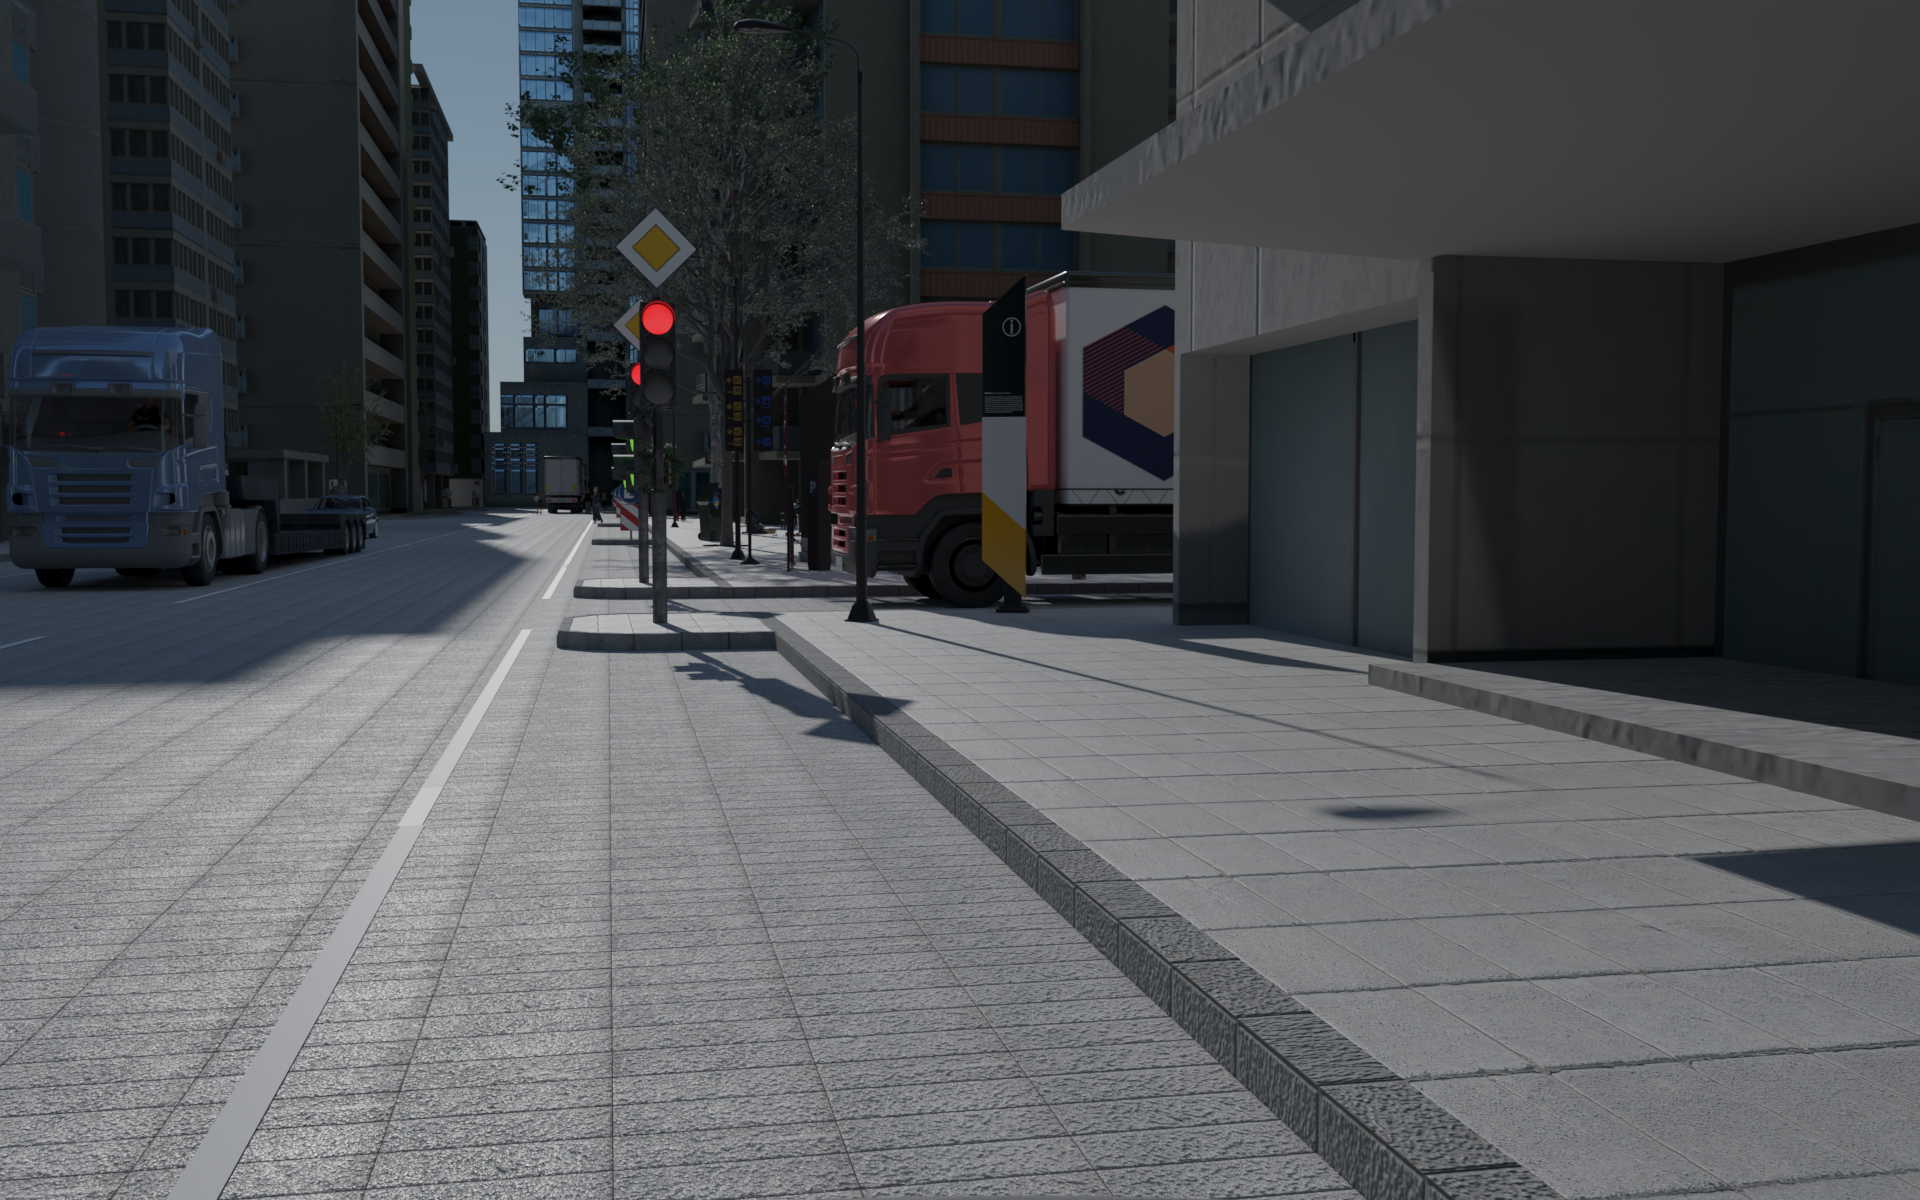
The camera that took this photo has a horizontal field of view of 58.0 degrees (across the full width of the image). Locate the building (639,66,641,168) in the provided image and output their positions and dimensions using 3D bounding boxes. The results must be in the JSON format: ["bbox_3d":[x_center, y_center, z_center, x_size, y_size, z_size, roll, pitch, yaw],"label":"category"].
[{"bbox_3d":[-15.343,-36.628,140.868,21.231,58.520,28.212,-1,4,-11],"label":"building"}]

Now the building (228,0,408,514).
[{"bbox_3d":[-45.882,-29.374,103.969,21.300,48.544,21.600,-1,4,-11],"label":"building"}]

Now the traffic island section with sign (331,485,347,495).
[{"bbox_3d":[-26.354,-3.969,73.521,1.989,1.847,2.006,-1,4,-11],"label":"traffic island section with sign"}]

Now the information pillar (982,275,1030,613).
[{"bbox_3d":[0.491,-1.669,18.648,0.504,3.616,0.183,1,4,13],"label":"information pillar"}]

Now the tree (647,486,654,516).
[{"bbox_3d":[-18.182,-6.552,101.730,1.663,3.219,1.824,0,3,0],"label":"tree"}]

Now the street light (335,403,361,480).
[{"bbox_3d":[-31.339,-7.104,88.696,1.470,5.913,1.316,-1,4,-11],"label":"street light"}]

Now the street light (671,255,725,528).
[{"bbox_3d":[-4.876,-3.736,33.623,1.470,5.913,1.316,-1,4,-11],"label":"street light"}]

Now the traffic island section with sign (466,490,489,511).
[{"bbox_3d":[-41.792,-8.622,149.595,1.989,1.847,2.006,-1,4,-11],"label":"traffic island section with sign"}]

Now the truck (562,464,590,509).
[{"bbox_3d":[-36.727,-10.731,164.360,2.839,4.237,11.283,-1,4,-11],"label":"truck"}]

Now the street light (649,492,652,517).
[{"bbox_3d":[-11.489,-5.732,66.266,1.470,5.913,1.316,-1,4,-11],"label":"street light"}]

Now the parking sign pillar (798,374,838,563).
[{"bbox_3d":[-2.373,-2.721,32.956,1.447,3.967,1.447,0,4,0],"label":"parking sign pillar"}]

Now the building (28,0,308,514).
[{"bbox_3d":[-42.985,-23.004,67.993,32.217,40.220,23.993,-1,4,-11],"label":"building"}]

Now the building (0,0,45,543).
[{"bbox_3d":[-33.131,-25.335,33.844,23.786,49.044,30.456,-1,4,-11],"label":"building"}]

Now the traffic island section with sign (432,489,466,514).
[{"bbox_3d":[-36.435,-7.006,123.175,1.989,1.847,2.006,-1,4,-11],"label":"traffic island section with sign"}]

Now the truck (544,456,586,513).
[{"bbox_3d":[-30.621,-8.899,134.407,2.839,4.237,11.283,-1,4,-10],"label":"truck"}]

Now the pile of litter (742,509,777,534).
[{"bbox_3d":[-6.528,-2.589,56.291,1.176,0.858,1.719,0,4,-3],"label":"pile of litter"}]

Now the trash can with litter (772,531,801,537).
[{"bbox_3d":[-4.735,-2.535,52.510,2.233,1.210,1.678,3,5,41],"label":"trash can with litter"}]

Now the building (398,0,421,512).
[{"bbox_3d":[-46.624,-26.856,122.697,14.154,41.232,14.086,-1,4,-11],"label":"building"}]

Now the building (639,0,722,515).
[{"bbox_3d":[-10.472,-30.145,116.568,21.300,48.544,21.600,-1,4,-11],"label":"building"}]

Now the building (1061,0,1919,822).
[{"bbox_3d":[15.379,-25.470,5.666,28.713,52.752,27.495,-1,4,-11],"label":"building"}]

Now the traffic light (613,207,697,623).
[{"bbox_3d":[-3.006,-1.726,17.140,0.839,4.253,0.868,-1,4,-11],"label":"traffic light"}]

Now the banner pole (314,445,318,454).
[{"bbox_3d":[-32.629,-5.981,87.814,0.401,3.779,0.863,-1,4,-8],"label":"banner pole"}]

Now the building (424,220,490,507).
[{"bbox_3d":[-57.346,-25.166,183.158,14.107,30.474,14.160,-1,4,-11],"label":"building"}]

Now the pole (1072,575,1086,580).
[{"bbox_3d":[1.786,-1.961,25.907,0.158,3.312,0.155,0,3,0],"label":"pole"}]

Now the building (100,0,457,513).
[{"bbox_3d":[-57.452,-28.181,152.633,23.993,40.220,32.217,-1,4,-11],"label":"building"}]

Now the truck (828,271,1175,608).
[{"bbox_3d":[3.266,-2.112,23.443,11.283,4.237,2.839,-1,4,-13],"label":"truck"}]

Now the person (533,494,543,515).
[{"bbox_3d":[-29.422,-6.665,120.661,0.799,1.438,0.628,0,4,3],"label":"person"}]

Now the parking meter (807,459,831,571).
[{"bbox_3d":[-2.365,-1.425,29.013,0.255,1.863,0.399,-3,4,-38],"label":"parking meter"}]

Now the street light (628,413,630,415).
[{"bbox_3d":[-18.198,-7.728,98.890,1.470,5.913,1.316,-1,4,-11],"label":"street light"}]

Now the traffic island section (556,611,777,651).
[{"bbox_3d":[-2.965,0.307,17.262,2.009,0.180,2.903,-1,4,-11],"label":"traffic island section"}]

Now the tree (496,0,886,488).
[{"bbox_3d":[-8.931,-12.327,57.434,12.611,20.169,13.585,0,3,0],"label":"tree"}]

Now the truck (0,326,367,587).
[{"bbox_3d":[-14.213,-2.684,33.637,2.967,4.110,18.799,-1,4,-11],"label":"truck"}]

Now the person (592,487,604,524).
[{"bbox_3d":[-17.537,-4.568,83.613,0.576,1.772,0.534,2,4,35],"label":"person"}]

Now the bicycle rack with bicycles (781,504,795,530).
[{"bbox_3d":[-5.475,-3.061,63.434,2.852,0.926,2.925,-1,4,-8],"label":"bicycle rack with bicycles"}]

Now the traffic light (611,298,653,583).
[{"bbox_3d":[-4.595,-2.205,24.966,0.839,4.253,0.868,-1,4,-11],"label":"traffic light"}]

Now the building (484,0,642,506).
[{"bbox_3d":[-36.208,-53.701,190.679,31.000,86.520,22.319,-1,4,-11],"label":"building"}]

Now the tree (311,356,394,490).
[{"bbox_3d":[-33.094,-8.761,93.600,4.737,8.622,4.395,0,3,0],"label":"tree"}]

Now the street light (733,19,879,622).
[{"bbox_3d":[-1.524,-2.733,17.226,1.470,5.913,1.316,-1,4,-11],"label":"street light"}]

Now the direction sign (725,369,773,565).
[{"bbox_3d":[-3.838,-2.418,31.538,0.876,3.537,0.379,0,4,6],"label":"direction sign"}]

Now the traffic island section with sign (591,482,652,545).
[{"bbox_3d":[-9.496,-2.492,49.374,1.989,1.847,2.006,-1,4,-11],"label":"traffic island section with sign"}]

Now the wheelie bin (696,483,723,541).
[{"bbox_3d":[-6.838,-2.439,47.779,0.693,1.594,0.980,-3,5,-42],"label":"wheelie bin"}]

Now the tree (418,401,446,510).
[{"bbox_3d":[-42.524,-11.347,135.888,4.360,8.622,3.978,0,3,0],"label":"tree"}]

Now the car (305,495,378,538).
[{"bbox_3d":[-19.642,-2.631,55.025,2.014,1.417,4.499,-1,4,-10],"label":"car"}]

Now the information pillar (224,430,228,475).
[{"bbox_3d":[-25.370,-4.185,59.782,0.183,3.616,0.504,0,4,-6],"label":"information pillar"}]

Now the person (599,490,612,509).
[{"bbox_3d":[-31.996,-9.018,156.041,1.348,1.812,0.705,1,4,12],"label":"person"}]

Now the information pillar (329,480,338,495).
[{"bbox_3d":[-31.639,-5.077,87.502,0.304,2.012,0.304,1,4,22],"label":"information pillar"}]

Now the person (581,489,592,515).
[{"bbox_3d":[-26.088,-6.913,121.543,0.705,1.822,1.348,3,4,37],"label":"person"}]

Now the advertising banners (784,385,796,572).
[{"bbox_3d":[-2.848,-1.997,28.837,0.090,3.025,2.074,0,4,-2],"label":"advertising banners"}]

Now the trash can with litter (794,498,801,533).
[{"bbox_3d":[-5.015,-2.778,56.805,0.624,1.170,1.055,2,4,23],"label":"trash can with litter"}]

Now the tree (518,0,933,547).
[{"bbox_3d":[-5.604,-8.056,42.091,12.009,13.543,11.850,0,3,0],"label":"tree"}]

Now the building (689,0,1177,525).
[{"bbox_3d":[-1.138,-26.054,80.606,22.147,44.769,28.867,-1,4,-11],"label":"building"}]

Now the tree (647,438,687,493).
[{"bbox_3d":[-16.759,-6.865,95.954,4.285,4.588,4.351,0,3,0],"label":"tree"}]

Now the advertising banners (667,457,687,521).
[{"bbox_3d":[-13.545,-5.298,82.808,0.090,3.025,2.074,1,4,15],"label":"advertising banners"}]

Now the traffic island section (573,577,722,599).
[{"bbox_3d":[-4.554,-0.172,25.088,2.009,0.180,2.903,-1,4,-11],"label":"traffic island section"}]

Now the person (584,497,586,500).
[{"bbox_3d":[-33.212,-8.910,154.180,0.705,1.824,1.348,-2,4,-29],"label":"person"}]
